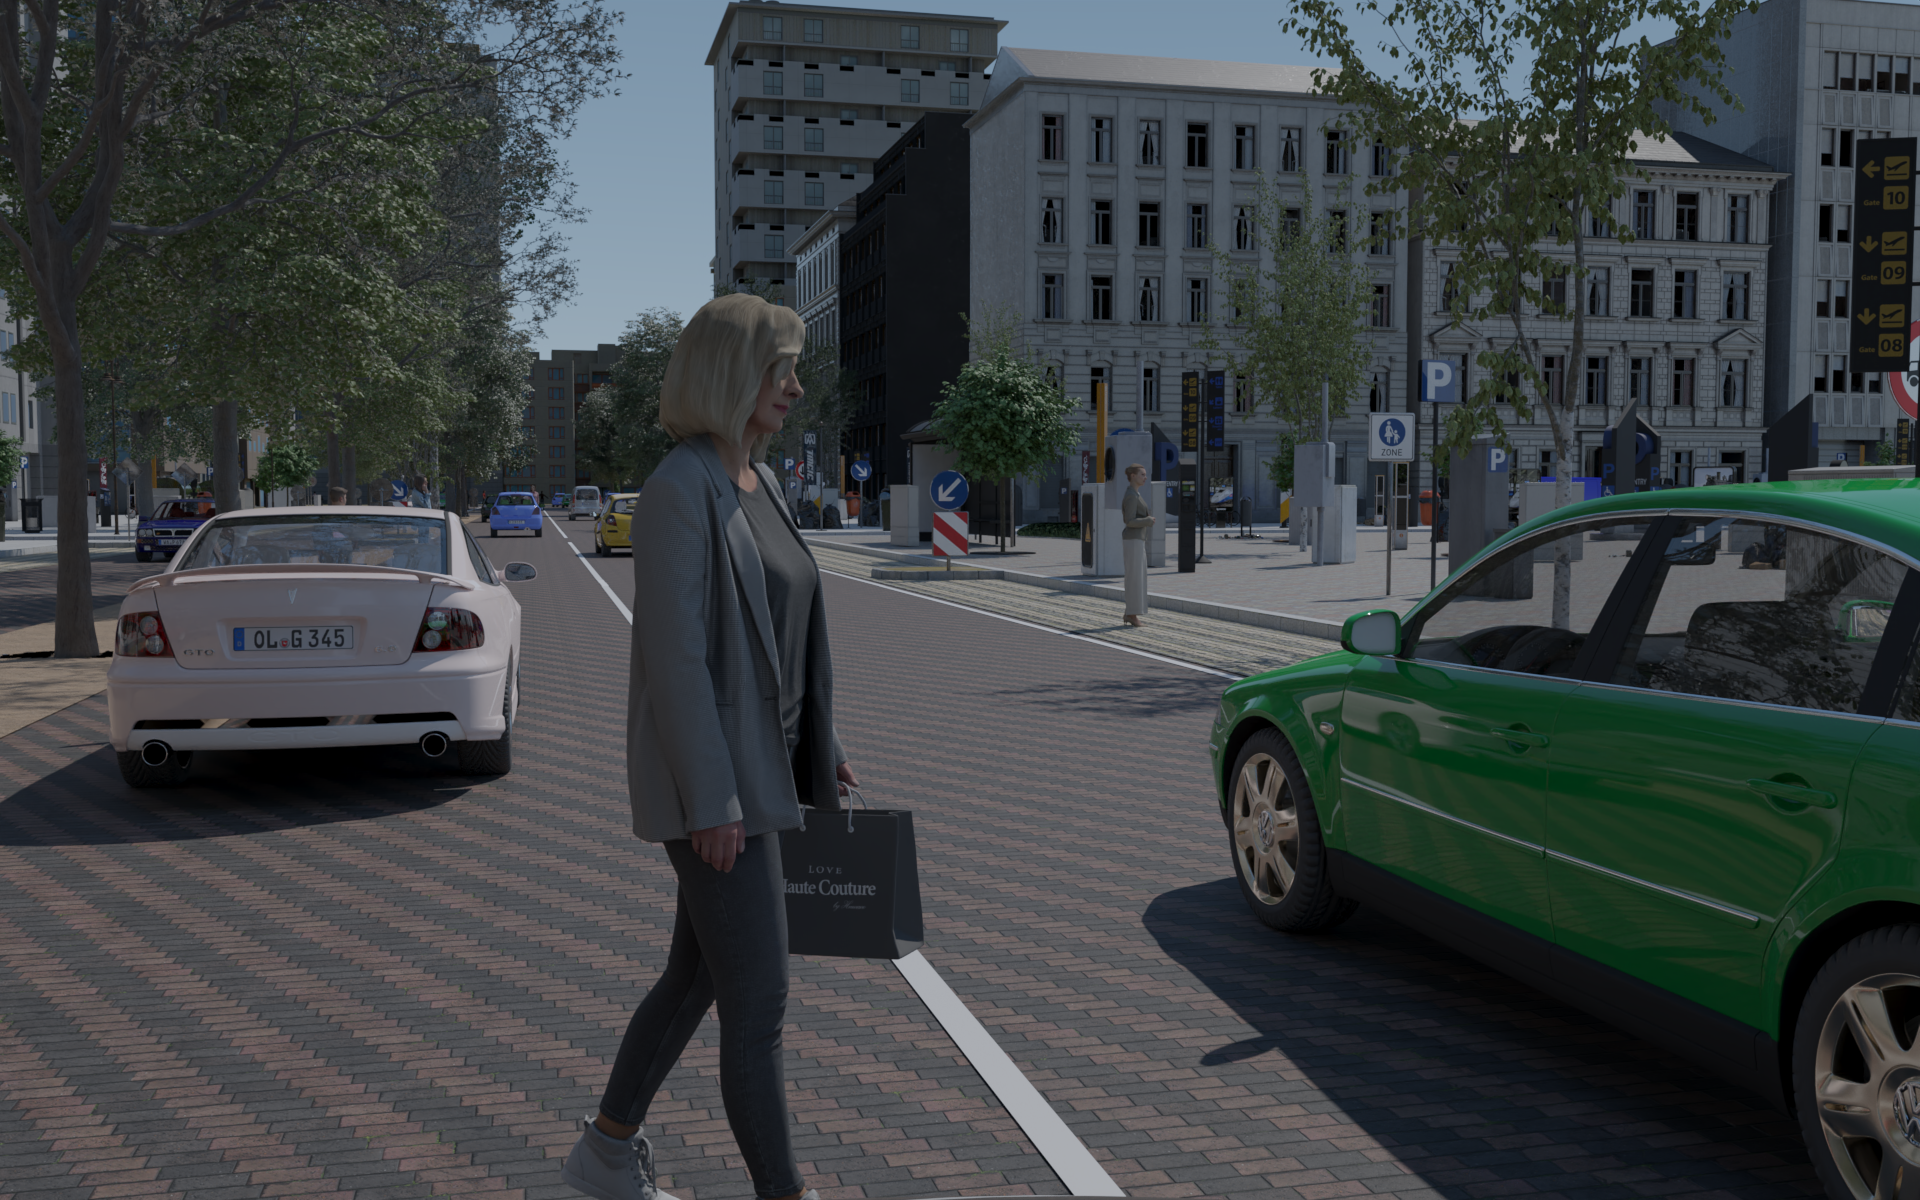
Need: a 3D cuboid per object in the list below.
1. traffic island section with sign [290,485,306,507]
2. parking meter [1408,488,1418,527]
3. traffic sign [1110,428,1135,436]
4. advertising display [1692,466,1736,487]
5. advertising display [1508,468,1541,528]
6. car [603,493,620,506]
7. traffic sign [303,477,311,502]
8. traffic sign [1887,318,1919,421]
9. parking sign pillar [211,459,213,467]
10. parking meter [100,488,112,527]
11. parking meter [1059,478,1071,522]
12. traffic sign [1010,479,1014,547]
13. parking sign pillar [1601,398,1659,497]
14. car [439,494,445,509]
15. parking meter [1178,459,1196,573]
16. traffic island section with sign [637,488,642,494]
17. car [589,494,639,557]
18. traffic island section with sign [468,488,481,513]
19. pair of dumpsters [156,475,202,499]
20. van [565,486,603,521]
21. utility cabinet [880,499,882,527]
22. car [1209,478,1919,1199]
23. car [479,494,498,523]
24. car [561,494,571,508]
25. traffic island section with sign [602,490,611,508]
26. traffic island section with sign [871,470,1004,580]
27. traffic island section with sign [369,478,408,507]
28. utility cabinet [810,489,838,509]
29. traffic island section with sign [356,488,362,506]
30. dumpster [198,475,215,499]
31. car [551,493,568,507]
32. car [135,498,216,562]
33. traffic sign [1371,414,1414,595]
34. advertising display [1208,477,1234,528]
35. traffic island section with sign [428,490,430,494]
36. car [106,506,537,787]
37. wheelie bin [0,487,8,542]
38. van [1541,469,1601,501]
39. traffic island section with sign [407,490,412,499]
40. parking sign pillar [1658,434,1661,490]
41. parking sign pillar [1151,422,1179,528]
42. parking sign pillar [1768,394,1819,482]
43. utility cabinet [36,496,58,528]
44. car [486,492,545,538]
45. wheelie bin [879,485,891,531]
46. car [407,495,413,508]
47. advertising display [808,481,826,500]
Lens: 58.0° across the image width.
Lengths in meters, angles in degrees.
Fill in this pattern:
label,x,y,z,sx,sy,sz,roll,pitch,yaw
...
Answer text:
label,x,y,z,sx,sy,sz,roll,pitch,yaw
traffic island section with sign,-30.258,-4.318,79.227,1.989,1.847,2.006,-1,4,-14
parking meter,17.668,-3.615,67.518,0.372,1.533,0.369,0,3,0
traffic sign,3.170,-2.045,33.542,0.768,2.556,0.104,-1,4,-10
advertising display,17.434,-2.132,40.075,0.123,1.923,0.974,-3,5,-41
advertising display,14.072,-2.331,43.329,0.974,1.923,0.123,-1,4,-16
car,-27.326,-7.787,136.903,1.945,1.707,3.694,-1,4,-13
traffic sign,-42.445,-6.861,112.285,0.768,2.556,0.104,-1,4,-8
traffic sign,6.952,-0.757,12.490,0.768,2.556,0.104,-1,4,-13
parking sign pillar,-52.872,-8.288,123.983,1.447,3.967,1.447,2,4,27
parking meter,-33.320,-3.617,67.547,0.372,1.533,0.369,0,3,0
parking meter,3.815,-3.507,63.056,0.399,1.863,0.255,2,4,24
traffic sign,1.253,-2.543,41.684,0.768,2.556,0.104,-1,4,-10
parking sign pillar,18.362,-3.659,48.296,1.447,3.967,1.447,3,5,44
car,-44.321,-8.513,147.980,1.959,1.807,4.718,-1,4,-14
parking meter,3.718,-1.386,28.365,0.255,1.863,0.399,0,4,1
traffic island section with sign,-20.175,-6.143,109.073,1.989,1.847,2.006,-1,4,-14
car,-7.730,-1.885,41.044,2.015,1.641,3.980,-1,4,-15
traffic island section with sign,-36.247,-7.395,129.041,2.006,1.907,1.989,-1,4,-14
pair of dumpsters,-34.210,-4.462,75.442,1.574,2.255,4.437,-1,4,-14
van,-20.474,-5.353,94.534,2.013,2.044,4.112,-1,4,-16
utility cabinet,-2.794,-3.429,67.234,0.306,1.237,1.020,1,4,19
car,2.195,0.259,4.564,1.959,1.807,4.718,-1,4,-15
car,-23.608,-4.823,88.645,2.009,1.686,4.222,-1,4,-14
car,-40.271,-10.415,179.083,1.959,1.807,4.718,-1,4,-15
traffic island section with sign,-32.249,-9.123,157.796,1.989,1.847,2.006,-1,4,-14
traffic island section with sign,-0.460,-1.278,29.517,1.989,1.847,2.006,-1,4,-14
traffic island section with sign,-18.157,-2.934,56.104,2.006,1.907,1.989,-1,4,-14
utility cabinet,-5.526,-3.768,70.279,1.173,1.500,0.318,-3,4,-39
traffic island section with sign,-36.847,-5.944,105.815,1.989,1.847,2.006,-1,4,-14
dumpster,-37.514,-5.167,86.969,1.502,2.255,1.985,-1,4,-14
car,-43.652,-10.974,189.007,1.945,1.707,3.694,-1,4,-15
car,-16.875,-1.559,38.069,1.945,1.354,3.894,-1,4,-13
traffic sign,5.429,-1.208,21.879,0.606,2.300,0.079,-1,4,-11
advertising display,9.854,-3.683,65.428,0.974,1.923,0.123,-1,4,-11
traffic island section with sign,-55.296,-10.494,180.210,1.989,1.847,2.006,-1,4,-14
car,-3.515,0.144,10.007,2.083,1.381,4.827,-1,4,-13
wheelie bin,-25.916,-2.357,46.445,0.693,1.594,0.980,-2,4,-29
van,22.060,-3.548,62.399,5.245,2.365,2.240,-1,4,-13
traffic island section with sign,-48.800,-8.894,154.046,1.989,1.847,2.006,-1,4,-14
parking sign pillar,21.453,-4.045,54.615,1.447,3.967,1.447,-1,4,-20
parking sign pillar,7.746,-4.700,65.319,1.447,3.967,1.447,3,5,44
parking sign pillar,22.673,-3.589,47.144,1.447,3.967,1.447,-1,4,-23
utility cabinet,-34.943,-3.393,66.636,1.020,1.237,0.306,-3,5,-43
car,-14.972,-2.985,58.389,1.945,1.707,3.694,-1,4,-15
wheelie bin,-2.406,-3.195,60.153,0.693,1.594,0.980,1,4,14
car,-37.921,-6.671,121.438,2.083,1.381,4.827,-1,4,-14
advertising display,-7.193,-5.015,87.214,0.974,1.923,0.123,1,4,18
